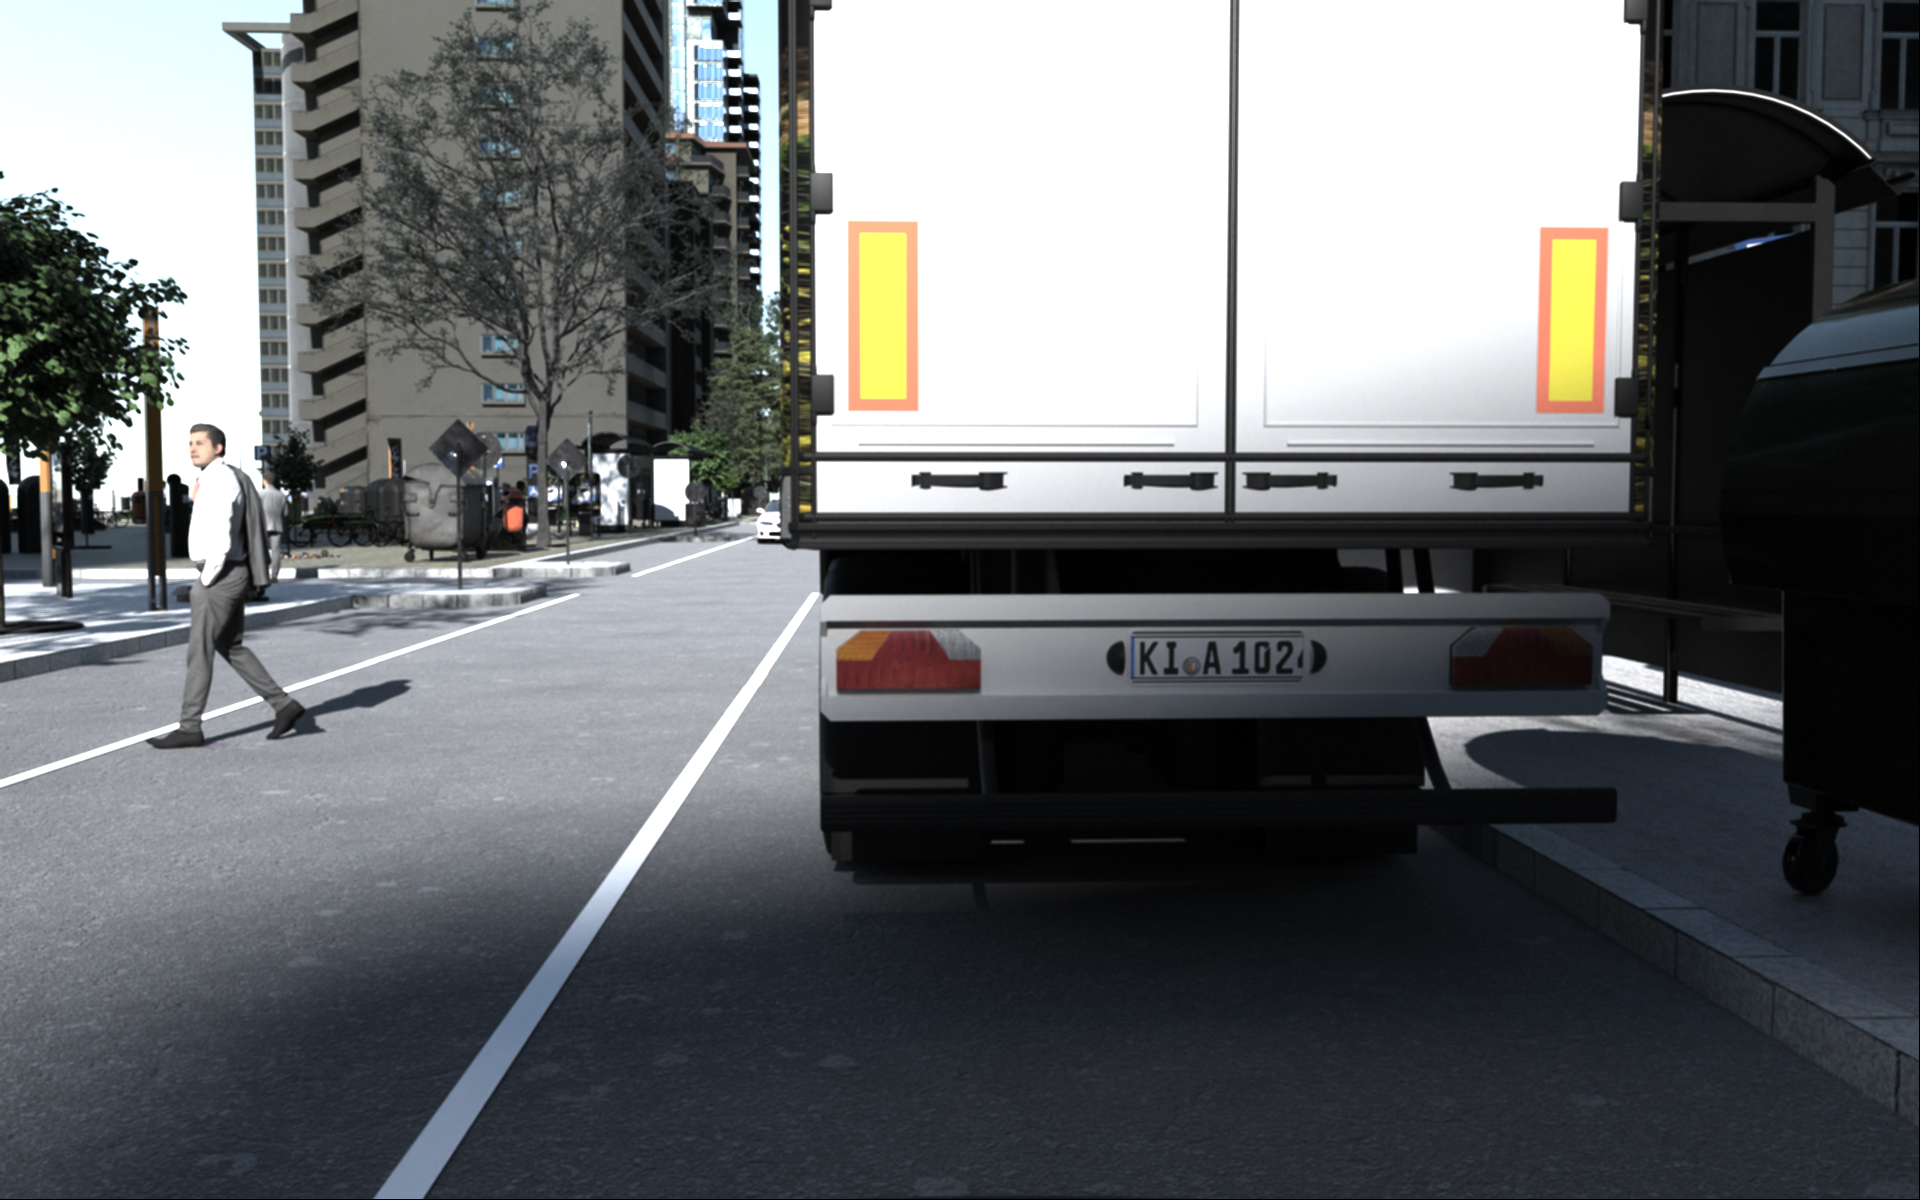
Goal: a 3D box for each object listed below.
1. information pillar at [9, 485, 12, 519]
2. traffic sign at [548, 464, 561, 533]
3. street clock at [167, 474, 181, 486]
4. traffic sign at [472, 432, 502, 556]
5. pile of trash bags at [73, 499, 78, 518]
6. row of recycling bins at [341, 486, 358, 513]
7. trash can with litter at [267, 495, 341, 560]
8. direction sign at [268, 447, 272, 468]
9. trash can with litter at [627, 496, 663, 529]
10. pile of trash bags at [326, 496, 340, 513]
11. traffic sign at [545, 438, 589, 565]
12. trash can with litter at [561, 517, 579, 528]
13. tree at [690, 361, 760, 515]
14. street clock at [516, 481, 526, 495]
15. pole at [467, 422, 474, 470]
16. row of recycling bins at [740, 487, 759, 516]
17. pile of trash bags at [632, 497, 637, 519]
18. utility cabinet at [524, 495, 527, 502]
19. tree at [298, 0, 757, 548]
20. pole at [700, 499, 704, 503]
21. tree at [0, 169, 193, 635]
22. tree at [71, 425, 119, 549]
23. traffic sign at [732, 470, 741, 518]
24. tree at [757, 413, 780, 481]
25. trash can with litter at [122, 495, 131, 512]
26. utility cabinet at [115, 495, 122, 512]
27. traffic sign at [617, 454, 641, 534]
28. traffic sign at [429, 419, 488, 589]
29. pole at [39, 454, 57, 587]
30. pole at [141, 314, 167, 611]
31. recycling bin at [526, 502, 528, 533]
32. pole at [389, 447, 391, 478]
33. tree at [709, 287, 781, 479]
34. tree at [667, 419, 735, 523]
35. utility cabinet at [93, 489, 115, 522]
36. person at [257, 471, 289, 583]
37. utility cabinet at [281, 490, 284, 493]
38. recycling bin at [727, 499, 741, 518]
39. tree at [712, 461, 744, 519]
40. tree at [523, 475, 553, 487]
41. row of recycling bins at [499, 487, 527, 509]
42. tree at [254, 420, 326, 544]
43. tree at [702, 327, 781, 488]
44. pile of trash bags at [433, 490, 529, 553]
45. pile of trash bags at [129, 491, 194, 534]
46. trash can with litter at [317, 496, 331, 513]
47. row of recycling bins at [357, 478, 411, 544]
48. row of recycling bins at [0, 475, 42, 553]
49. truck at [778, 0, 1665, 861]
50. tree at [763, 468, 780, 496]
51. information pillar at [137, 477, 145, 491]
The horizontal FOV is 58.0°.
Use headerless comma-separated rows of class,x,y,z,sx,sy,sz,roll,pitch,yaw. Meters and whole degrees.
information pillar,-49.183,-6.013,89.668,0.183,3.616,0.504,-2,4,-32
traffic sign,-12.275,-3.234,52.983,0.768,2.556,0.104,0,4,7
street clock,-27.728,-3.460,61.144,0.471,2.002,0.358,-2,4,-26
traffic sign,-9.836,-2.181,35.757,0.768,2.556,0.104,0,4,-2
pile of trash bags,-44.657,-4.638,85.584,1.912,1.369,3.447,-2,4,-27
row of recycling bins,-29.703,-4.946,87.978,1.069,1.692,3.534,1,4,19
trash can with litter,-13.270,-1.446,34.693,1.678,1.210,2.233,2,4,35
direction sign,-33.165,-5.586,83.320,0.379,3.537,0.876,-2,4,-30
trash can with litter,-11.868,-3.254,64.253,1.678,1.210,2.233,1,4,12
pile of trash bags,-36.218,-5.679,102.607,3.447,1.369,1.912,2,4,30
traffic sign,-7.084,-1.689,31.263,0.795,2.450,0.064,0,4,-2
trash can with litter,-16.247,-3.788,72.986,2.233,1.210,1.678,-3,4,-38
tree,-13.232,-8.940,96.539,4.360,8.622,3.978,0,3,0
street clock,-23.882,-5.486,94.272,0.471,2.002,0.358,2,4,28
pole,-13.855,-3.379,49.093,0.158,3.312,0.155,0,3,0
row of recycling bins,-12.679,-5.980,104.879,1.069,1.692,3.534,-1,4,-12
pile of trash bags,-17.211,-4.779,87.895,3.447,1.369,1.912,-2,4,-25
utility cabinet,-23.447,-5.138,95.175,1.020,1.237,0.306,-1,4,-9
tree,-10.162,-8.042,41.851,12.009,13.543,11.850,0,3,0
pole,-13.959,-6.108,93.716,0.158,3.312,0.155,0,3,0
tree,-9.181,-1.992,16.291,4.285,4.588,4.351,0,3,0
tree,-20.729,-2.822,40.741,1.663,3.219,1.824,0,3,0
traffic sign,-11.735,-5.473,89.484,0.884,2.594,0.081,0,4,6
tree,-16.833,-16.208,182.015,9.611,12.733,9.660,0,3,0
trash can with litter,-47.858,-5.456,100.262,1.678,1.210,2.233,2,4,27
utility cabinet,-45.535,-5.000,92.914,1.020,1.237,0.306,-2,4,-28
traffic sign,-10.583,-3.382,55.398,0.768,2.556,0.104,0,4,4
traffic sign,-6.735,-1.201,23.286,0.795,2.450,0.064,0,4,-2
pole,-12.574,-1.837,23.872,0.158,3.312,0.155,0,3,0
pole,-8.830,-1.537,18.967,0.158,3.312,0.155,0,3,0
recycling bin,-14.184,-2.671,56.225,0.722,1.027,0.722,0,4,6
pole,-22.872,-4.644,69.774,0.158,3.312,0.155,0,3,0
tree,-13.639,-17.388,140.181,12.611,20.169,13.585,0,3,0
tree,-11.409,-5.652,76.128,4.285,4.588,4.351,0,3,0
utility cabinet,-39.577,-4.347,79.745,1.173,1.500,0.318,-1,4,-8
person,-11.236,-1.184,28.058,0.583,1.804,0.606,3,4,36
utility cabinet,-38.832,-5.543,99.311,1.173,1.500,0.318,2,4,24
recycling bin,-12.295,-4.969,93.803,0.722,1.027,0.722,-2,4,-24
tree,-11.978,-5.724,88.196,1.663,3.219,1.824,0,3,0
tree,-23.450,-6.217,96.255,1.663,3.219,1.824,0,3,0
row of recycling bins,-26.236,-5.701,100.322,3.534,1.692,1.069,-3,5,-42
tree,-17.468,-3.108,45.422,1.663,3.219,1.824,0,3,0
tree,-13.912,-12.226,118.016,7.486,12.596,7.792,0,3,0
pile of trash bags,-10.559,-1.778,38.822,1.912,1.369,3.447,-3,4,-38
pile of trash bags,-26.041,-2.925,57.573,1.912,1.369,3.447,2,4,23
trash can with litter,-29.196,-4.205,80.136,1.055,1.170,0.624,1,4,15
row of recycling bins,-15.132,-2.381,46.042,1.069,1.692,3.534,-2,4,-27
row of recycling bins,-21.482,-1.863,37.573,3.534,1.692,1.069,-1,4,-12
truck,0.394,-1.305,10.247,2.839,4.237,11.283,0,4,-3
tree,-14.137,-8.344,131.018,1.663,3.219,1.824,0,3,0
information pillar,-35.476,-4.316,75.057,0.304,2.012,0.304,-1,4,-22
